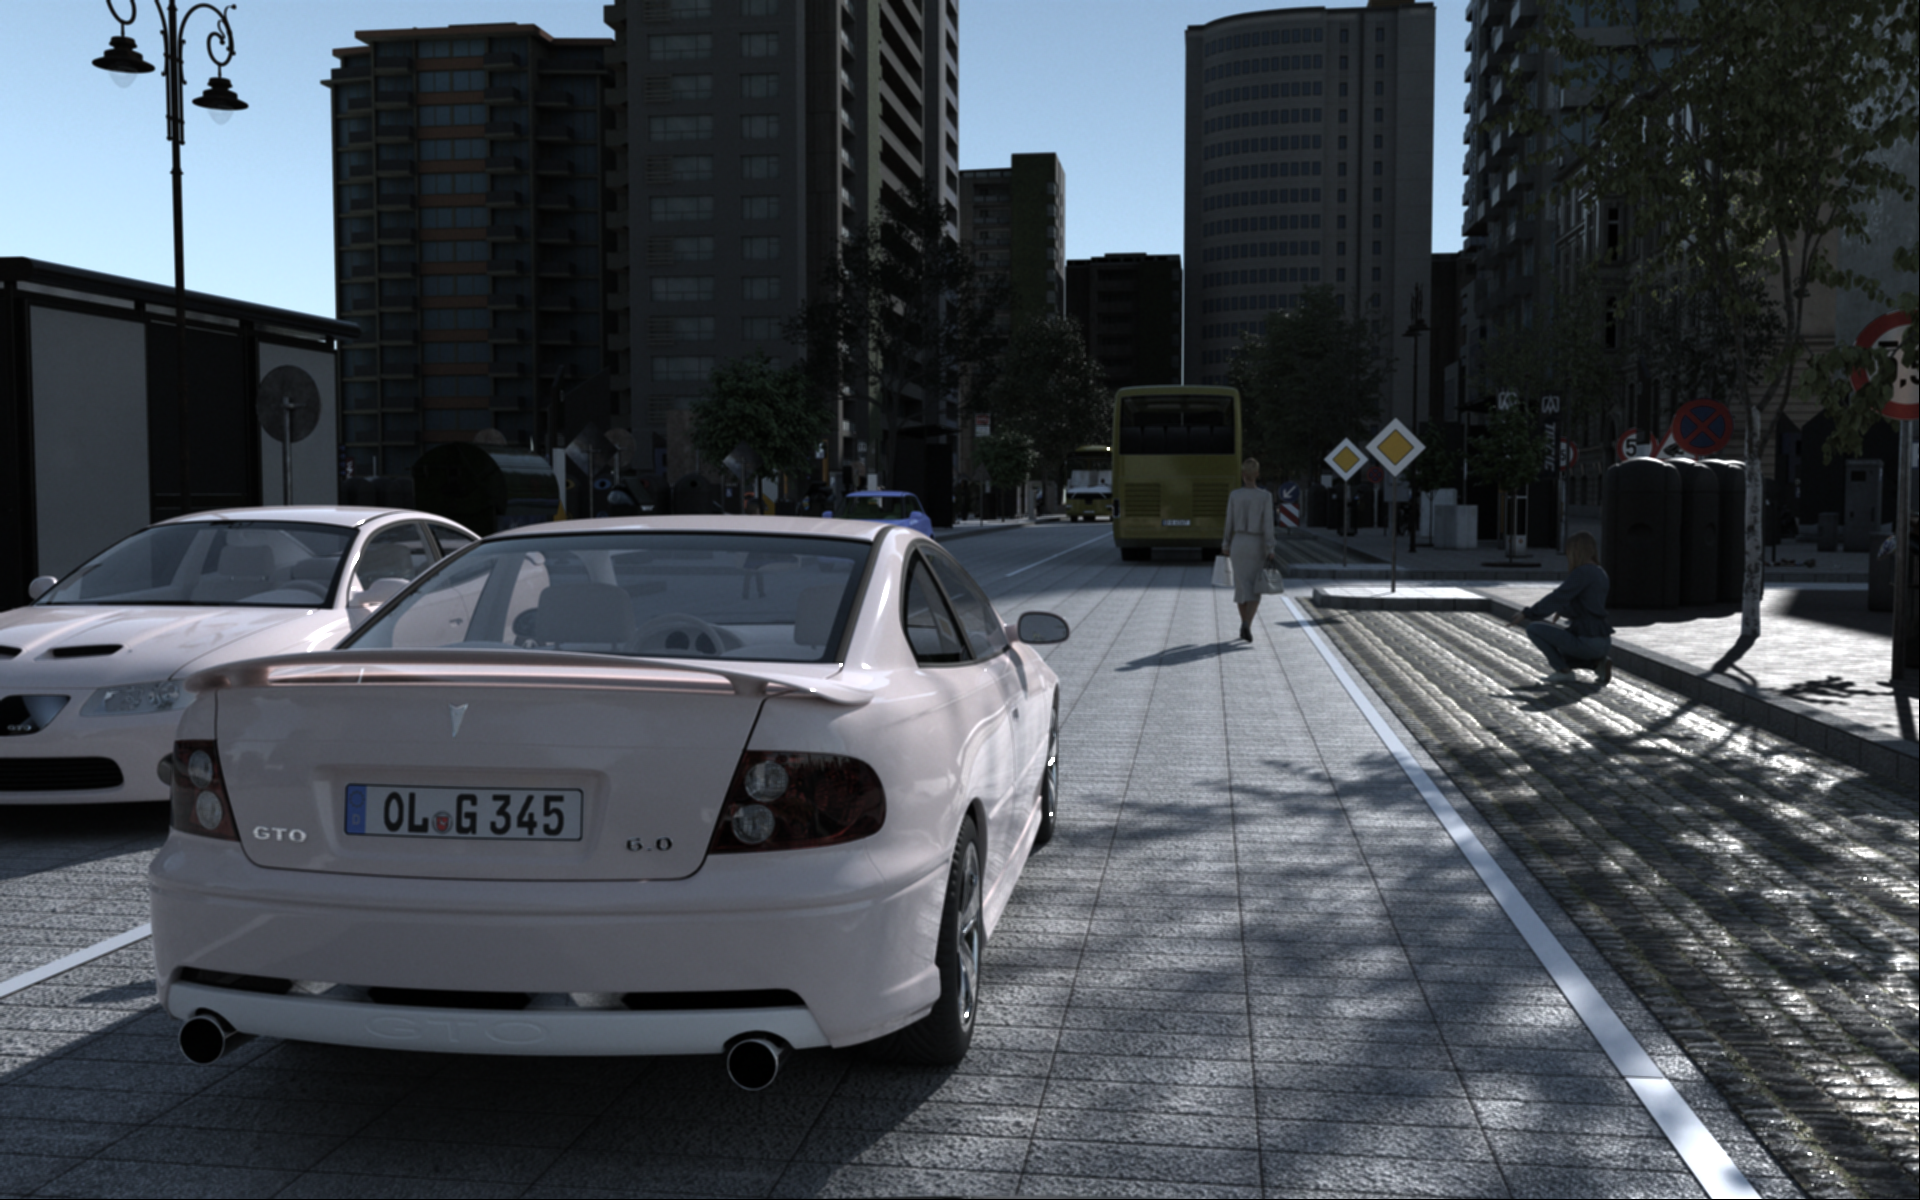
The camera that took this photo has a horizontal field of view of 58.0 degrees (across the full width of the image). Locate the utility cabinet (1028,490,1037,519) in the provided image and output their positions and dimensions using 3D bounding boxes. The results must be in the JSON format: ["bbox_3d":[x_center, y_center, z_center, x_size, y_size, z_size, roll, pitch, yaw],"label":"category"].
[{"bbox_3d":[3.694,-4.849,87.966,0.318,1.500,1.173,1,4,9],"label":"utility cabinet"}]

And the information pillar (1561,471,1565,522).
[{"bbox_3d":[27.991,-5.441,80.309,0.183,3.616,0.504,2,4,25],"label":"information pillar"}]

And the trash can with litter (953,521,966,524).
[{"bbox_3d":[-0.574,-3.869,74.309,1.678,1.210,2.233,0,4,-2],"label":"trash can with litter"}]

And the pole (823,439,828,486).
[{"bbox_3d":[-5.008,-4.320,64.483,0.158,3.312,0.155,0,3,0],"label":"pole"}]

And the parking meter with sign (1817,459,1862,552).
[{"bbox_3d":[19.908,-2.563,38.163,1.738,3.016,0.543,3,4,38],"label":"parking meter with sign"}]

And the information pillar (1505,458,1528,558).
[{"bbox_3d":[11.203,-1.857,34.849,0.304,2.012,0.304,-1,4,-20],"label":"information pillar"}]

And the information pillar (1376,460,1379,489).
[{"bbox_3d":[19.296,-5.428,80.103,0.183,3.616,0.504,0,4,3],"label":"information pillar"}]

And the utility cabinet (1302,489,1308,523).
[{"bbox_3d":[15.235,-4.068,75.199,0.318,1.500,1.173,0,4,0],"label":"utility cabinet"}]

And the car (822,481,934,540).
[{"bbox_3d":[-1.583,-1.432,32.999,1.945,1.707,3.694,1,4,9],"label":"car"}]

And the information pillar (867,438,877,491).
[{"bbox_3d":[-3.627,-4.931,71.970,0.504,3.616,0.183,3,5,39],"label":"information pillar"}]

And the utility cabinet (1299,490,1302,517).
[{"bbox_3d":[19.599,-5.441,97.638,1.173,1.500,0.318,-3,5,-40],"label":"utility cabinet"}]

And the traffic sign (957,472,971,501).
[{"bbox_3d":[0.190,-5.457,90.405,0.795,2.450,0.064,1,4,12],"label":"traffic sign"}]

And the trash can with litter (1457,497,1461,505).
[{"bbox_3d":[19.029,-3.390,66.812,0.624,1.170,1.055,1,4,21],"label":"trash can with litter"}]

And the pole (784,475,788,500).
[{"bbox_3d":[-10.493,-6.753,104.247,0.158,3.312,0.155,0,3,0],"label":"pole"}]

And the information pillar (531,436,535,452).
[{"bbox_3d":[-17.070,-4.769,69.329,0.183,3.616,0.504,-1,4,-23],"label":"information pillar"}]

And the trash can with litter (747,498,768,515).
[{"bbox_3d":[-6.010,-2.433,51.174,0.624,1.170,1.055,0,4,-2],"label":"trash can with litter"}]

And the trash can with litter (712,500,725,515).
[{"bbox_3d":[-6.023,-1.968,43.558,1.055,1.170,0.624,2,4,33],"label":"trash can with litter"}]

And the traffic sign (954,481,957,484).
[{"bbox_3d":[-0.484,-5.755,94.202,0.768,2.556,0.104,1,4,9],"label":"traffic sign"}]

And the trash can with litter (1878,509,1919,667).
[{"bbox_3d":[7.437,-0.088,12.828,1.055,1.170,0.624,0,4,2],"label":"trash can with litter"}]

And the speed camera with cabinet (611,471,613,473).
[{"bbox_3d":[-14.202,-4.360,65.627,2.038,3.252,0.660,0,4,5],"label":"speed camera with cabinet"}]

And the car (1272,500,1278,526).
[{"bbox_3d":[13.326,-4.035,77.978,2.014,1.417,4.499,0,4,8],"label":"car"}]

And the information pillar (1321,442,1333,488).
[{"bbox_3d":[15.817,-5.095,74.652,0.504,3.616,0.183,1,4,22],"label":"information pillar"}]

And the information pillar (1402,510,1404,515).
[{"bbox_3d":[26.302,-5.987,102.386,0.304,2.012,0.304,-1,4,-14],"label":"information pillar"}]

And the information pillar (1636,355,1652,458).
[{"bbox_3d":[11.454,-2.307,29.075,0.183,3.616,0.504,0,4,4],"label":"information pillar"}]

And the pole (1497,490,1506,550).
[{"bbox_3d":[12.509,-2.819,39.926,0.158,3.312,0.155,0,3,0],"label":"pole"}]

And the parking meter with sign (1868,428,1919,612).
[{"bbox_3d":[10.809,-1.402,19.180,1.738,3.016,0.543,-2,4,-29],"label":"parking meter with sign"}]

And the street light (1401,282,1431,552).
[{"bbox_3d":[9.973,-3.988,37.987,0.468,5.910,1.993,0,4,8],"label":"street light"}]

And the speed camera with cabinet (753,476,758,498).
[{"bbox_3d":[-8.122,-4.729,71.652,0.660,3.252,2.038,-1,4,-13],"label":"speed camera with cabinet"}]

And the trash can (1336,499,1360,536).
[{"bbox_3d":[11.818,-2.519,52.837,0.748,1.137,0.748,0,3,0],"label":"trash can"}]

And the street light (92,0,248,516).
[{"bbox_3d":[-6.799,-2.588,15.102,0.468,5.910,1.993,0,4,8],"label":"street light"}]

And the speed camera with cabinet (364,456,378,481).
[{"bbox_3d":[-30.635,-5.944,91.513,0.660,3.252,2.038,1,4,17],"label":"speed camera with cabinet"}]

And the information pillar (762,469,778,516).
[{"bbox_3d":[-5.735,-3.736,52.445,0.504,3.616,0.183,-1,4,-18],"label":"information pillar"}]

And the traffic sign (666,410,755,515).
[{"bbox_3d":[-6.000,-2.920,41.619,2.265,3.308,0.079,1,4,15],"label":"traffic sign"}]

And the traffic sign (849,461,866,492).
[{"bbox_3d":[-3.983,-4.062,66.519,0.768,2.556,0.104,1,4,16],"label":"traffic sign"}]

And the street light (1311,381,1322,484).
[{"bbox_3d":[14.665,-6.022,71.245,0.468,5.910,1.993,0,4,8],"label":"street light"}]

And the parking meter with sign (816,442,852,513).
[{"bbox_3d":[-4.022,-3.824,58.787,1.738,3.016,0.543,-3,4,-38],"label":"parking meter with sign"}]

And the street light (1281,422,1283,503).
[{"bbox_3d":[19.354,-8.024,103.981,0.468,5.910,1.993,0,4,8],"label":"street light"}]

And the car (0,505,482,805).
[{"bbox_3d":[-3.694,0.183,9.374,2.083,1.381,4.827,0,4,7],"label":"car"}]

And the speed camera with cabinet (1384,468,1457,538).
[{"bbox_3d":[13.576,-3.468,51.033,2.038,3.252,0.660,1,4,22],"label":"speed camera with cabinet"}]

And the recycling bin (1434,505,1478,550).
[{"bbox_3d":[11.467,-1.683,40.066,0.722,1.027,0.722,-2,4,-34],"label":"recycling bin"}]

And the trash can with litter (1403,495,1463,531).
[{"bbox_3d":[16.139,-3.031,60.618,1.678,1.210,2.233,-1,4,-22],"label":"trash can with litter"}]

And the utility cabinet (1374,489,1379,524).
[{"bbox_3d":[18.233,-3.995,74.002,1.173,1.500,0.318,-1,4,-23],"label":"utility cabinet"}]

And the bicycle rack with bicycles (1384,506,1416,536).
[{"bbox_3d":[14.044,-2.429,53.095,2.852,0.926,2.925,3,5,39],"label":"bicycle rack with bicycles"}]

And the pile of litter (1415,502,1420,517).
[{"bbox_3d":[25.733,-5.148,98.138,1.176,0.858,1.719,-2,4,-28],"label":"pile of litter"}]

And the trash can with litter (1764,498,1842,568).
[{"bbox_3d":[14.594,-1.215,30.930,1.678,1.210,2.233,-2,4,-26],"label":"trash can with litter"}]

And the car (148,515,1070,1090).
[{"bbox_3d":[-0.707,0.400,5.821,2.083,1.381,4.827,0,4,7],"label":"car"}]

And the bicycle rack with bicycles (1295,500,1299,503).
[{"bbox_3d":[20.937,-5.500,103.303,2.852,0.926,2.925,1,4,20],"label":"bicycle rack with bicycles"}]

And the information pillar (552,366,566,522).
[{"bbox_3d":[-7.288,-2.456,31.506,0.183,3.616,0.504,0,4,5],"label":"information pillar"}]

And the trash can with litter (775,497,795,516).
[{"bbox_3d":[-11.639,-5.977,108.782,2.233,1.210,1.678,0,4,4],"label":"trash can with litter"}]
